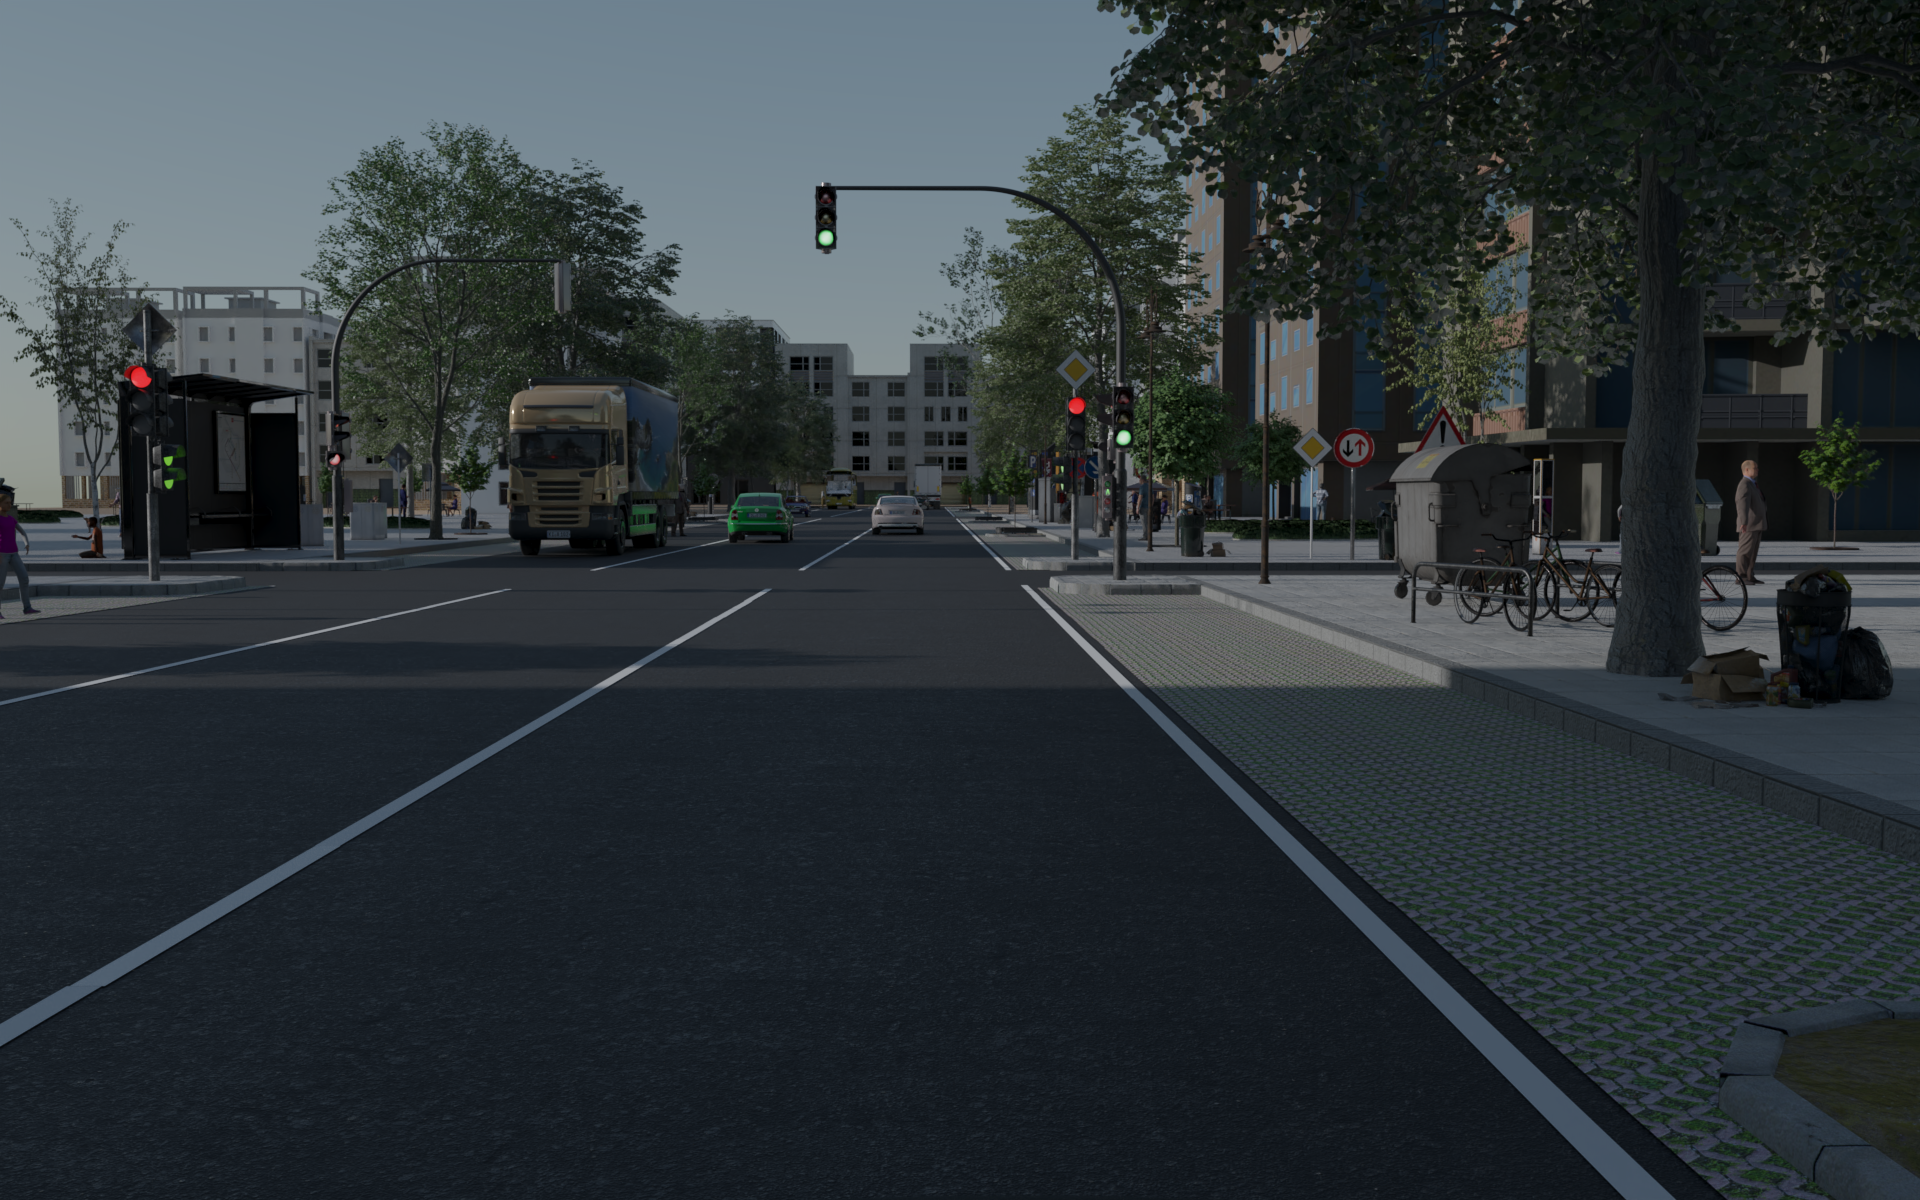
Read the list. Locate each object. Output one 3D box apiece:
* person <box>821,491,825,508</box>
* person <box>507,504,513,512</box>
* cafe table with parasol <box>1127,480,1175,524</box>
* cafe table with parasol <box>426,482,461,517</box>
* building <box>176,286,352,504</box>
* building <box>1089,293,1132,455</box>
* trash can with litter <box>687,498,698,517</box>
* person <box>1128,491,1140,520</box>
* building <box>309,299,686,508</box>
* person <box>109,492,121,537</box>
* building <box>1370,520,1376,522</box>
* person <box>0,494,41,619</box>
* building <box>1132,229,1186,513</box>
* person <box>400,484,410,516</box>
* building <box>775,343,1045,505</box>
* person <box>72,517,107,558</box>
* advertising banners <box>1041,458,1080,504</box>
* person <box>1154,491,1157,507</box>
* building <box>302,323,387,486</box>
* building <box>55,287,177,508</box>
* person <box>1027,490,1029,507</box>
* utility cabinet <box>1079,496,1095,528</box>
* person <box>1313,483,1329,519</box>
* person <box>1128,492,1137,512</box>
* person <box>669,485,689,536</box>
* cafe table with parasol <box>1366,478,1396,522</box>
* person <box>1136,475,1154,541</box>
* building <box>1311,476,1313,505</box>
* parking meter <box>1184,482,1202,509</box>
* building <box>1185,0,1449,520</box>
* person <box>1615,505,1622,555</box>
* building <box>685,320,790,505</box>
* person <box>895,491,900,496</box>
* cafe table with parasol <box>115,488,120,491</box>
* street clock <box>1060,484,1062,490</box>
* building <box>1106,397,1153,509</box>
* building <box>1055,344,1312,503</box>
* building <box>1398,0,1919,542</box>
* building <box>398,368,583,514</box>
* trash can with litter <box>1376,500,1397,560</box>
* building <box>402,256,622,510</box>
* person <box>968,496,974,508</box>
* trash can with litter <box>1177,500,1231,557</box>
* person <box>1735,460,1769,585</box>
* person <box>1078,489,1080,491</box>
[{"bbox_3d":[-14.101,-10.409,179.422,0.721,1.736,1.217,0,4,-5],"label":"person"},{"bbox_3d":[-17.564,-3.652,68.024,0.482,1.546,0.388,-2,4,-26],"label":"person"},{"bbox_3d":[8.047,-4.209,73.680,2.610,1.966,2.610,-1,4,-17],"label":"cafe table with parasol"},{"bbox_3d":[-29.307,-5.710,98.219,2.610,1.966,2.610,3,5,39],"label":"cafe table with parasol"},{"bbox_3d":[-64.728,-18.838,164.425,11.380,20.091,16.016,0,4,-1],"label":"building"},{"bbox_3d":[20.814,-19.113,168.920,16.016,20.091,11.380,0,4,-1],"label":"building"},{"bbox_3d":[-15.472,-5.365,99.097,1.055,1.170,0.624,1,4,20],"label":"trash can with litter"},{"bbox_3d":[8.485,-4.639,84.579,0.600,1.496,0.574,2,4,27],"label":"person"},{"bbox_3d":[-43.166,-18.275,165.251,31.486,18.905,16.747,0,4,-1],"label":"building"},{"bbox_3d":[-24.859,-2.665,51.571,0.963,1.587,0.435,-3,4,-38],"label":"person"},{"bbox_3d":[21.929,-26.257,79.413,14.600,45.320,14.200,0,4,-1],"label":"building"},{"bbox_3d":[-10.783,-0.493,19.803,0.776,1.435,0.726,1,4,17],"label":"person"},{"bbox_3d":[21.726,-16.705,129.553,16.016,20.091,11.380,0,4,-1],"label":"building"},{"bbox_3d":[-25.369,-4.426,79.110,0.576,1.737,0.504,2,4,27],"label":"person"},{"bbox_3d":[-6.016,-21.124,211.829,31.486,18.905,16.747,0,4,-1],"label":"building"},{"bbox_3d":[-17.429,-1.244,34.663,0.655,0.850,0.859,-1,4,-22],"label":"person"},{"bbox_3d":[4.949,-5.346,83.602,2.074,3.025,0.090,0,4,6],"label":"advertising banners"},{"bbox_3d":[9.524,-4.877,86.231,0.568,1.767,0.683,1,4,10],"label":"person"},{"bbox_3d":[-71.434,-22.801,216.775,32.646,21.610,27.936,0,4,-1],"label":"building"},{"bbox_3d":[-76.583,-18.882,165.145,11.380,20.091,16.016,0,4,-1],"label":"building"},{"bbox_3d":[6.916,-10.251,173.730,1.350,1.814,0.705,2,4,33],"label":"person"},{"bbox_3d":[4.723,-3.345,65.847,1.020,1.237,0.306,3,5,40],"label":"utility cabinet"},{"bbox_3d":[14.944,-3.970,71.672,0.376,1.734,0.841,-3,5,-42],"label":"person"},{"bbox_3d":[12.526,-7.279,125.576,0.721,1.766,1.217,-2,4,-23],"label":"person"},{"bbox_3d":[-9.514,-3.036,58.696,0.434,1.755,0.990,3,4,38],"label":"person"},{"bbox_3d":[17.402,-3.956,69.548,2.610,1.966,2.610,-2,4,-29],"label":"cafe table with parasol"},{"bbox_3d":[5.072,-2.537,47.654,0.598,1.807,0.434,-2,4,-35],"label":"person"},{"bbox_3d":[55.514,-16.350,209.472,28.070,9.664,9.099,0,4,-1],"label":"building"},{"bbox_3d":[4.963,-1.744,36.924,0.372,1.533,0.369,0,3,0],"label":"parking meter"},{"bbox_3d":[21.203,-27.612,101.563,14.600,45.320,14.200,0,4,-1],"label":"building"},{"bbox_3d":[13.485,-1.577,35.066,0.726,1.435,0.776,-1,4,-13],"label":"person"},{"bbox_3d":[-38.367,-22.797,216.702,32.646,21.610,27.936,0,4,-1],"label":"building"},{"bbox_3d":[-6.528,-10.609,182.678,1.217,1.735,0.721,-3,5,-44],"label":"person"},{"bbox_3d":[-40.760,-5.000,86.622,2.610,1.966,2.610,-1,4,-10],"label":"cafe table with parasol"},{"bbox_3d":[5.031,-5.121,88.292,0.358,2.002,0.471,2,4,28],"label":"street clock"},{"bbox_3d":[17.925,-12.682,149.501,9.099,9.664,28.070,0,4,-1],"label":"building"},{"bbox_3d":[25.667,-21.205,213.164,31.486,18.905,16.747,0,4,-1],"label":"building"},{"bbox_3d":[29.519,-24.476,54.802,28.867,44.769,22.147,0,4,-1],"label":"building"},{"bbox_3d":[-31.054,-11.055,122.895,9.099,9.664,28.070,0,4,-1],"label":"building"},{"bbox_3d":[8.519,-1.351,33.476,0.624,1.170,1.055,-2,4,-24],"label":"trash can with litter"},{"bbox_3d":[-36.042,-17.478,142.185,16.016,20.091,11.380,0,4,-1],"label":"building"},{"bbox_3d":[0.839,-7.871,140.445,0.557,1.426,1.065,1,4,21],"label":"person"},{"bbox_3d":[4.991,-1.472,35.462,1.055,1.170,0.624,0,4,-2],"label":"trash can with litter"},{"bbox_3d":[11.223,-1.096,24.512,0.434,1.755,0.990,3,5,41],"label":"person"},{"bbox_3d":[11.240,-9.682,165.067,0.721,1.735,1.217,2,4,29],"label":"person"}]
